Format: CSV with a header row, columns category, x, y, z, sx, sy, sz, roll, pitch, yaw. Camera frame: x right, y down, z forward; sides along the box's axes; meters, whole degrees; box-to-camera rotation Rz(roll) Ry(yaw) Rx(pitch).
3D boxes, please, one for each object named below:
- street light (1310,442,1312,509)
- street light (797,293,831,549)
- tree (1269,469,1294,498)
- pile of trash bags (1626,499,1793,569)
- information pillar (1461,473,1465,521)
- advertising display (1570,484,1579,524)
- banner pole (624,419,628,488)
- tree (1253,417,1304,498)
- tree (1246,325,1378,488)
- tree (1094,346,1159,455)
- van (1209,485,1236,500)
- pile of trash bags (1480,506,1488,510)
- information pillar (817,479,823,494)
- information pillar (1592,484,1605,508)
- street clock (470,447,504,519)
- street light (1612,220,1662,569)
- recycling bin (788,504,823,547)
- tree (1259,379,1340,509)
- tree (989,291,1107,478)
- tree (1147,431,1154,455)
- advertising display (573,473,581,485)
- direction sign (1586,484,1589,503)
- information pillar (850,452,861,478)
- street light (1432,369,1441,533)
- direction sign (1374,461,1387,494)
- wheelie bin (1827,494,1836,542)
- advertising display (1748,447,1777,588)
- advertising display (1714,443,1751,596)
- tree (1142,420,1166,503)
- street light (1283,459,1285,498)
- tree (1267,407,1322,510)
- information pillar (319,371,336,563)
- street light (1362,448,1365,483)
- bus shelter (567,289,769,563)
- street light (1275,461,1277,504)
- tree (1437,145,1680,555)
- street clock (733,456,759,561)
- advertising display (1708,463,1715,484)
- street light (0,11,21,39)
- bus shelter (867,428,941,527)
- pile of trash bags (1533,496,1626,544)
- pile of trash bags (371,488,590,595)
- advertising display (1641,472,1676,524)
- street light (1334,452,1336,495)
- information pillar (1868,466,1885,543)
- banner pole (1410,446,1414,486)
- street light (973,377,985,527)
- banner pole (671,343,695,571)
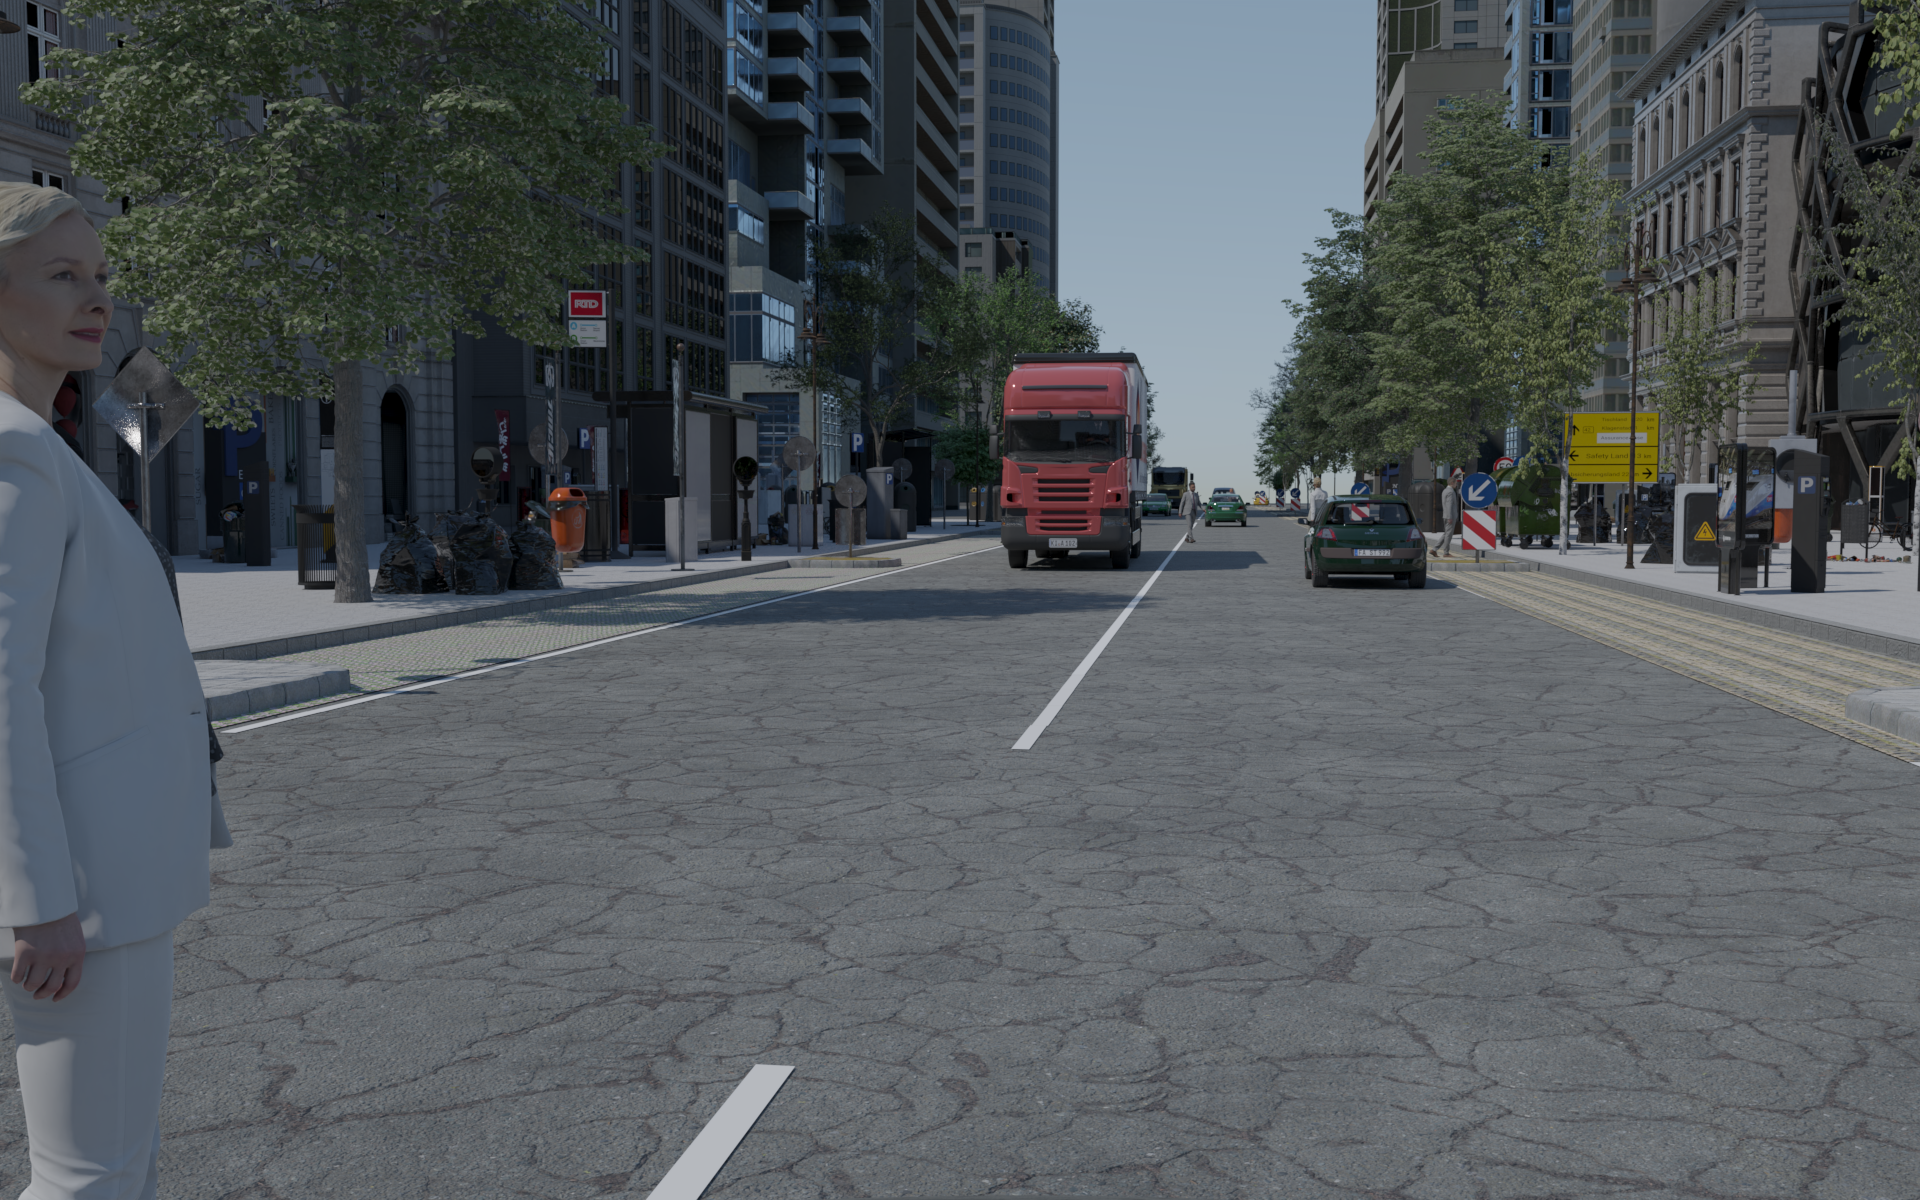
category,x,y,z,sx,sy,sz,roll,pitch,yaw
street light,26.783,-9.740,132.038,0.468,5.910,1.993,1,4,8
street light,-3.355,-4.111,39.995,0.468,5.910,1.993,1,4,8
tree,41.266,-14.605,222.510,4.285,4.588,4.351,0,3,0
pile of trash bags,13.742,-1.292,30.875,1.912,1.369,3.447,-1,4,-9
information pillar,17.421,-3.360,59.435,0.304,2.012,0.304,-2,4,-26
advertising display,25.753,-4.182,73.593,0.974,1.923,0.123,1,4,23
banner pole,-9.219,-3.541,47.910,0.401,3.779,0.863,0,4,-5
tree,43.307,-19.211,232.222,7.486,12.596,7.792,0,3,0
tree,25.187,-12.912,121.485,12.009,13.543,11.850,0,3,0
tree,12.357,-14.822,149.002,9.857,13.997,8.962,0,3,0
van,16.658,-6.245,109.111,2.013,2.044,4.112,1,4,10
pile of trash bags,22.048,-3.741,70.915,1.912,1.369,3.447,2,4,33
information pillar,-6.687,-4.749,82.130,0.304,2.012,0.304,2,4,26
information pillar,19.867,-3.022,53.909,0.304,2.012,0.304,0,3,0
street clock,-7.264,-1.351,26.653,0.471,2.002,0.358,2,4,26
street light,11.505,-3.473,29.570,0.468,5.910,1.993,1,4,8
recycling bin,-3.797,-1.839,42.619,0.722,1.027,0.722,1,4,10
tree,30.295,-13.601,148.129,9.928,11.665,9.643,0,3,0
tree,5.415,-11.062,97.877,9.611,12.733,9.660,0,3,0
tree,16.146,-15.352,176.762,9.928,11.665,9.643,0,3,0
advertising display,-11.684,-2.915,52.882,0.123,1.923,0.974,0,4,-6
direction sign,24.053,-4.548,66.360,0.379,3.537,0.876,1,4,12
information pillar,-4.055,-4.625,66.975,0.504,3.616,0.183,3,4,38
street light,15.472,-5.109,56.312,0.468,5.910,1.993,1,4,8
direction sign,18.535,-5.159,76.348,0.876,3.537,0.379,-3,5,-40
wheelie bin,22.986,-2.357,46.453,0.693,1.594,0.980,0,4,-7
advertising display,10.715,-1.123,23.575,0.974,1.923,0.123,-2,4,-27
advertising display,9.911,-1.043,22.271,0.123,1.923,0.974,1,4,10
tree,14.495,-13.791,159.901,8.767,10.594,7.601,0,4,-6
street light,35.114,-13.158,187.921,0.468,5.910,1.993,1,4,8
tree,27.805,-11.546,139.139,4.360,8.622,3.978,0,3,0
information pillar,-11.651,-2.498,32.198,0.504,3.616,0.183,0,4,5
street light,19.489,-6.779,83.623,0.468,5.910,1.993,1,4,8
bus shelter,-6.219,-3.603,36.538,2.179,5.291,8.768,1,4,8
street light,39.231,-14.803,214.820,0.468,5.910,1.993,1,4,8
tree,12.540,-5.266,36.462,4.737,8.622,4.395,0,3,0
street clock,-4.095,-1.747,33.134,0.471,2.002,0.358,-1,4,-12
advertising display,15.881,-1.909,36.424,0.123,1.923,0.974,2,4,34
street light,-7.450,-2.427,12.464,0.468,5.910,1.993,1,4,8
bus shelter,-2.052,-4.495,64.770,1.731,3.624,6.357,1,4,9
pile of trash bags,16.718,-2.207,45.839,1.912,1.369,3.447,-3,5,-45
pile of trash bags,-6.212,-0.844,23.546,1.912,1.369,3.447,2,4,24
advertising display,20.860,-2.847,51.770,0.974,1.923,0.123,1,4,15
street light,22.799,-8.105,105.299,0.468,5.910,1.993,1,4,8
information pillar,24.211,-2.525,45.769,0.304,2.012,0.304,3,5,42
banner pole,19.881,-5.271,76.204,0.401,3.779,0.863,2,4,26
street light,0.667,-5.746,66.729,0.468,5.910,1.993,1,4,8
banner pole,-4.653,-2.363,28.657,0.401,3.779,0.863,0,4,3
